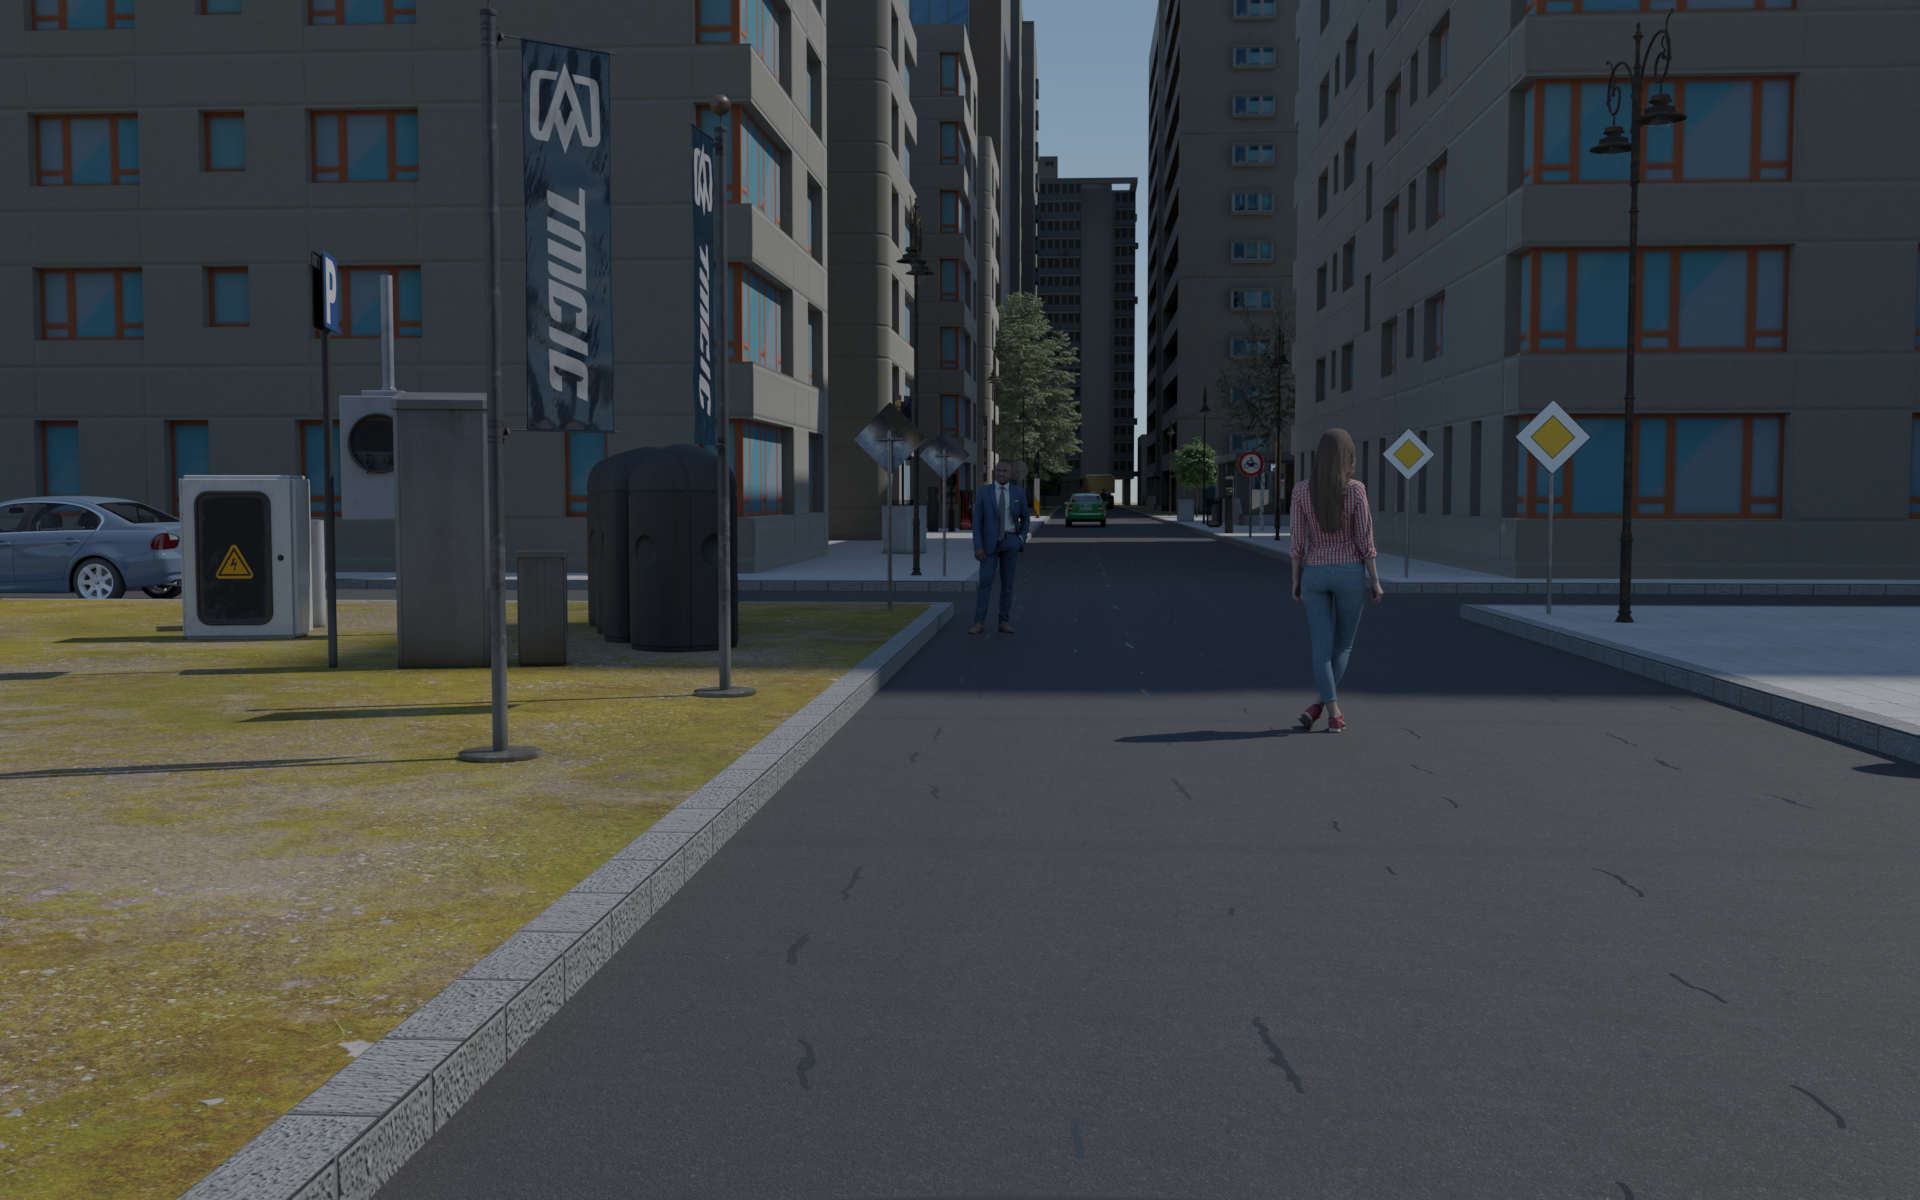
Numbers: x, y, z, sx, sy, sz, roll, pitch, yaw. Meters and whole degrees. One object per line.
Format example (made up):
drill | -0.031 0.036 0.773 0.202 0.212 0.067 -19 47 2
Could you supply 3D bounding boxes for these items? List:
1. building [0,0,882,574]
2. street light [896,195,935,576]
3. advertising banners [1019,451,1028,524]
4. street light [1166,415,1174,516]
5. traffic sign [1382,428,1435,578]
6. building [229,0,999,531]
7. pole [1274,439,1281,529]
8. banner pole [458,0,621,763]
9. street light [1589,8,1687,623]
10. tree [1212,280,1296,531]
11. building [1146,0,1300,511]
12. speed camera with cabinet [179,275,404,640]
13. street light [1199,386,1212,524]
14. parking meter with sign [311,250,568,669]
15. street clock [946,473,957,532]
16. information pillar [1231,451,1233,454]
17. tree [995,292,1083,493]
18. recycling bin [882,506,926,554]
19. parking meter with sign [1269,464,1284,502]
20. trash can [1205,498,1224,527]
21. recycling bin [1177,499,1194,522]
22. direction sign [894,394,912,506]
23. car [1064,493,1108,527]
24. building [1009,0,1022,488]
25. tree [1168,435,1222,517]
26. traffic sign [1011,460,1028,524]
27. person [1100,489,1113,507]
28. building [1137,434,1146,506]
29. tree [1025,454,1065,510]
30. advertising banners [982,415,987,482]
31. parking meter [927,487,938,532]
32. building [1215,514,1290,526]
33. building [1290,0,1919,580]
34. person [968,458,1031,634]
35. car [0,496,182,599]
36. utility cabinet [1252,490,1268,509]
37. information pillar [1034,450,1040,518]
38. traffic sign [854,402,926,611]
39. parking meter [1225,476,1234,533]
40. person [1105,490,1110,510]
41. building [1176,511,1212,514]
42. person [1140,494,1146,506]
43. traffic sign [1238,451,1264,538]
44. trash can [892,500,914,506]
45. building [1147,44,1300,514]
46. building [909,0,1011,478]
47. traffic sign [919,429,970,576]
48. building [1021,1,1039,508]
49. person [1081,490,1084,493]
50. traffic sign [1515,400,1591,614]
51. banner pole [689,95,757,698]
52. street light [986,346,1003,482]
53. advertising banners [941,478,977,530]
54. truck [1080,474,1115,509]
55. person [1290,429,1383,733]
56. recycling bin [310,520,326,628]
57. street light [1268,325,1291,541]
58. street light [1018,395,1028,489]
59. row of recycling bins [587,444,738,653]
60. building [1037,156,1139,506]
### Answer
building | -16.151 -12.081 42.566 27.650 21.520 28.899 0 4 4
street light | -0.688 -3.326 27.163 0.468 5.910 1.993 0 4 4
advertising banners | 2.618 -4.582 71.106 0.090 3.025 2.074 0 4 -6
street light | 12.262 -7.844 101.038 0.468 5.910 1.993 0 4 4
traffic sign | 6.837 -1.396 26.474 0.795 2.450 0.064 0 4 4
building | -12.680 -14.325 79.247 27.650 21.520 28.899 0 4 4
pole | 11.739 -4.289 63.972 0.158 3.312 0.155 0 3 0
banner pole | -2.058 -1.129 8.476 0.863 3.779 0.401 -3 4 -37
street light | 6.650 -2.714 17.154 0.468 5.910 1.993 0 4 4
tree | 10.595 -6.736 60.492 4.360 8.622 3.978 0 3 0
building | 28.914 -33.055 164.154 21.300 48.544 21.600 0 4 4
speed camera with cabinet | -5.851 -1.294 15.496 2.038 3.252 0.660 0 4 -7
street light | 10.460 -6.198 74.128 0.468 5.910 1.993 0 4 4
parking meter with sign | -3.817 -1.014 12.845 1.738 3.016 0.543 -1 4 -10
street clock | -0.286 -3.318 58.813 0.358 2.002 0.471 1 4 18
information pillar | 14.857 -6.251 93.552 0.504 3.616 0.183 1 4 12
tree | 3.125 -10.996 97.914 7.486 12.596 7.792 0 3 0
recycling bin | -1.202 -1.521 37.415 0.722 1.027 0.722 2 4 33
parking meter with sign | 17.049 -5.778 90.729 0.543 3.016 1.738 -3 5 -44
trash can | 9.804 -3.371 66.765 0.748 1.137 0.748 0 3 0
recycling bin | 10.561 -4.194 81.121 0.722 1.027 0.722 0 4 -2
direction sign | -1.313 -2.921 39.760 0.379 3.537 0.876 2 4 24
car | 5.571 -4.143 76.540 1.959 1.807 4.718 0 4 5
building | -2.868 -26.888 123.206 14.154 41.232 14.086 0 4 4
tree | 13.089 -6.880 96.200 4.285 4.588 4.351 0 3 0
traffic sign | 2.185 -3.985 65.259 0.768 2.556 0.104 1 4 13
person | 10.071 -6.902 121.371 1.348 1.821 0.705 -1 4 -23
building | 35.687 -53.872 193.483 31.000 86.520 22.319 0 4 4
tree | 7.521 -10.237 151.083 4.285 4.588 4.351 0 3 0
advertising banners | 0.699 -2.643 39.401 0.090 3.025 2.074 1 4 11
parking meter | -0.916 -3.075 58.686 0.372 1.533 0.369 0 3 0
building | 27.843 -23.432 75.002 32.217 40.220 23.993 0 4 4
building | 23.756 -11.828 38.427 28.899 21.520 27.650 0 4 4
person | 0.391 -0.567 17.951 0.721 1.800 0.419 -1 4 -15
car | -12.204 -0.673 23.009 4.499 1.417 2.014 0 4 5
utility cabinet | 15.501 -5.001 90.444 1.173 1.500 0.318 -1 4 -18
information pillar | 4.097 -6.168 92.202 0.183 3.616 0.504 -1 4 -22
traffic sign | -0.769 -0.939 18.994 0.795 2.450 0.064 0 4 4
parking meter | 8.784 -3.107 56.503 0.255 1.863 0.399 1 4 14
person | 13.133 -8.974 155.094 0.709 1.838 0.599 2 4 29
building | 25.143 -30.264 118.521 21.300 48.544 21.600 0 4 4
person | 19.408 -10.444 182.517 1.065 1.426 0.557 -2 4 -32
traffic sign | 8.557 -3.111 50.973 0.768 2.556 0.104 0 4 5
trash can | -1.500 -1.989 44.179 0.748 1.137 0.748 0 3 0
building | 31.836 -27.494 141.412 32.217 40.220 23.993 0 4 4
building | -4.012 -28.067 109.010 14.600 45.320 14.200 0 4 4
traffic sign | -0.240 -1.426 26.962 0.795 2.450 0.064 0 4 4
building | -3.333 -33.203 166.572 21.600 48.544 21.300 0 4 4
person | 8.583 -6.858 121.562 0.756 1.711 0.436 -2 4 -31
traffic sign | 6.309 -0.909 18.506 0.795 2.450 0.064 0 4 4
banner pole | -1.536 -1.268 10.746 0.401 3.779 0.863 0 4 8
street light | 1.085 -4.992 54.412 0.468 5.910 1.993 0 4 4
advertising banners | 0.244 -3.997 61.540 2.074 3.025 0.090 0 4 -1
truck | 13.374 -10.433 166.503 3.469 3.379 9.791 0 4 2
person | 2.270 -0.119 10.448 0.555 1.821 0.388 1 4 10
recycling bin | -6.569 -0.259 16.791 0.722 1.027 0.722 -2 4 -25
street light | 8.757 -4.577 47.616 0.468 5.910 1.993 0 4 4
street light | 2.966 -6.623 81.081 0.468 5.910 1.993 0 4 4
row of recycling bins | -2.783 -0.521 15.638 1.069 1.692 3.534 -1 4 -19
building | 8.596 -31.194 201.908 23.993 40.220 32.217 0 4 4
